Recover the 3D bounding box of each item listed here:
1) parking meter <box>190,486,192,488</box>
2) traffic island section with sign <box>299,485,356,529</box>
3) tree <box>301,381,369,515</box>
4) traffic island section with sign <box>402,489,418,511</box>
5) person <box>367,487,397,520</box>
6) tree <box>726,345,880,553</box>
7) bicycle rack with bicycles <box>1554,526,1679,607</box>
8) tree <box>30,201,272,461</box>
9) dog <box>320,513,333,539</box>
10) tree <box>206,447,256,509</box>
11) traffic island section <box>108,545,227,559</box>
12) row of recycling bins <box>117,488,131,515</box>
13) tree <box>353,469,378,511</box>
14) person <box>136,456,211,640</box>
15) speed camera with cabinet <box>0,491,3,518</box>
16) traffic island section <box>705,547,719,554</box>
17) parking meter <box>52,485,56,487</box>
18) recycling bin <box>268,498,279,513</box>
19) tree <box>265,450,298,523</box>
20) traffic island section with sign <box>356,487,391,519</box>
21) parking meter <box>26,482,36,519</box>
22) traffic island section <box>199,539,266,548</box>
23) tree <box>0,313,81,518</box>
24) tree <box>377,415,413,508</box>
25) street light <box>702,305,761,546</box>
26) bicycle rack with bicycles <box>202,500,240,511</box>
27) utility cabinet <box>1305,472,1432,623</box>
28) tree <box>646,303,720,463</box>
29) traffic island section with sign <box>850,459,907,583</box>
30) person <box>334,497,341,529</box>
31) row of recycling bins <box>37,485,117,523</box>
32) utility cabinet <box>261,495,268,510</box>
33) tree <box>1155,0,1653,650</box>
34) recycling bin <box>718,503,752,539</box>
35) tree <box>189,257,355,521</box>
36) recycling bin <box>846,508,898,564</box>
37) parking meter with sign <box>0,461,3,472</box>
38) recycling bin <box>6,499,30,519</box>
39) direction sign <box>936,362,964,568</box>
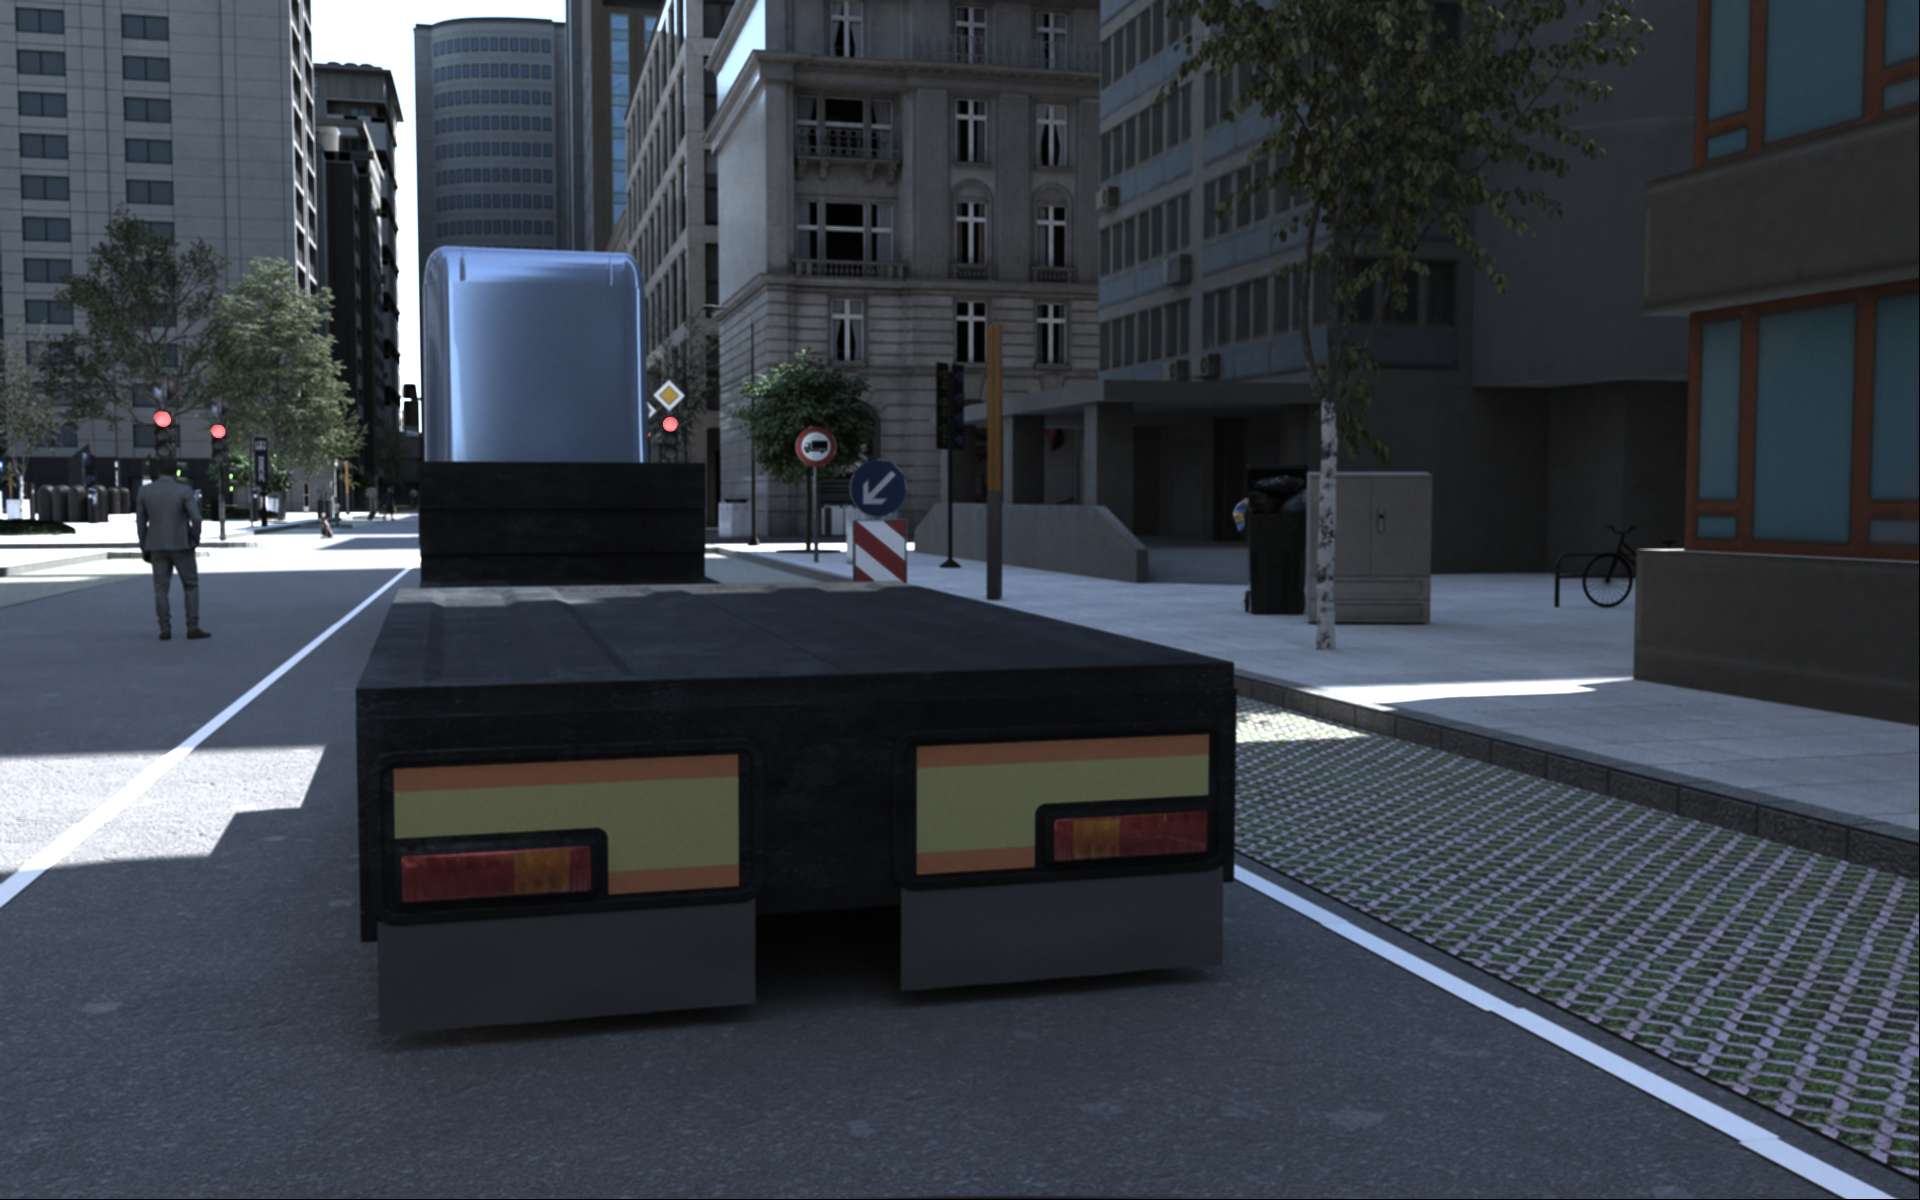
[{"bbox_3d":[-50.138,-6.540,112.642,0.399,1.863,0.255,-2,4,-27],"label":"parking meter"},{"bbox_3d":[-26.510,-3.902,72.433,1.989,1.847,2.006,-1,4,-15],"label":"traffic island section with sign"},{"bbox_3d":[-39.226,-9.652,108.178,4.737,8.622,4.395,0,3,0],"label":"tree"},{"bbox_3d":[-46.036,-8.409,146.121,1.989,1.847,2.006,-1,4,-15],"label":"traffic island section with sign"},{"bbox_3d":[-31.446,-5.237,94.342,1.509,1.804,0.699,0,4,0],"label":"person"},{"bbox_3d":[-3.441,-3.336,38.263,4.285,4.588,4.351,0,3,0],"label":"tree"},{"bbox_3d":[8.096,-0.346,19.041,2.925,0.926,2.852,-1,4,-18],"label":"bicycle rack with bicycles"},{"bbox_3d":[-26.222,-7.446,56.163,7.601,10.594,8.767,-2,4,-30],"label":"tree"},{"bbox_3d":[-20.392,-2.397,56.026,0.513,0.831,0.800,3,5,42],"label":"dog"},{"bbox_3d":[-45.992,-7.711,109.791,4.285,4.588,4.351,0,3,0],"label":"tree"},{"bbox_3d":[-18.167,-1.067,39.724,2.009,0.180,2.903,-1,4,-15],"label":"traffic island section"},{"bbox_3d":[-52.972,-6.138,107.469,1.069,1.692,3.534,1,4,19],"label":"row of recycling bins"},{"bbox_3d":[-45.006,-8.387,131.730,1.663,3.219,1.824,0,3,0],"label":"tree"},{"bbox_3d":[-7.781,-0.520,17.095,0.635,1.810,0.391,-1,4,-16],"label":"person"},{"bbox_3d":[-48.484,-5.639,86.526,0.660,3.252,2.038,-3,5,-44],"label":"speed camera with cabinet"},{"bbox_3d":[-7.105,-1.245,42.640,2.009,0.180,2.903,-1,4,-15],"label":"traffic island section"},{"bbox_3d":[-57.516,-6.378,109.997,0.255,1.863,0.399,-2,4,-31],"label":"parking meter"},{"bbox_3d":[-42.030,-5.736,106.340,0.722,1.027,0.722,-3,5,-41],"label":"recycling bin"},{"bbox_3d":[-30.516,-5.042,77.030,1.663,3.219,1.824,0,3,0],"label":"tree"},{"bbox_3d":[-33.419,-5.496,98.492,1.989,1.847,2.006,-1,4,-15],"label":"traffic island section with sign"},{"bbox_3d":[-45.755,-4.867,85.290,0.255,1.863,0.399,0,4,-2],"label":"parking meter"},{"bbox_3d":[-20.213,-1.539,47.443,2.009,0.180,2.903,-1,4,-15],"label":"traffic island section"},{"bbox_3d":[-38.507,-7.393,71.241,4.360,8.622,3.978,0,3,0],"label":"tree"},{"bbox_3d":[-52.024,-12.733,158.551,4.737,8.622,4.395,0,3,0],"label":"tree"},{"bbox_3d":[-5.651,-4.297,42.804,1.470,5.913,1.316,-1,4,-15],"label":"street light"},{"bbox_3d":[-44.253,-5.461,102.667,2.852,0.926,2.925,3,4,38],"label":"bicycle rack with bicycles"},{"bbox_3d":[4.030,-0.515,17.106,1.173,1.500,0.318,0,4,3],"label":"utility cabinet"},{"bbox_3d":[-10.736,-7.069,65.940,4.360,8.622,3.978,0,3,0],"label":"tree"},{"bbox_3d":[-1.219,-0.720,20.397,1.989,1.847,2.006,-1,4,-15],"label":"traffic island section with sign"},{"bbox_3d":[-25.335,-3.530,70.456,0.306,1.304,0.590,0,4,7],"label":"person"},{"bbox_3d":[-39.926,-4.330,77.910,3.534,1.692,1.069,1,4,14],"label":"row of recycling bins"},{"bbox_3d":[-41.512,-5.637,103.322,0.306,1.237,1.020,-1,4,-16],"label":"utility cabinet"},{"bbox_3d":[3.257,-3.895,14.045,4.737,8.622,4.395,0,3,0],"label":"tree"},{"bbox_3d":[-6.542,-2.313,50.366,0.722,1.027,0.722,-3,5,-40],"label":"recycling bin"},{"bbox_3d":[-33.161,-10.124,83.658,7.486,12.596,7.792,0,3,0],"label":"tree"},{"bbox_3d":[-1.615,-1.175,31.772,0.722,1.027,0.722,-2,4,-33],"label":"recycling bin"},{"bbox_3d":[-51.594,-5.884,92.457,0.543,3.016,1.738,-3,5,-44],"label":"parking meter with sign"},{"bbox_3d":[-44.214,-4.205,81.310,0.722,1.027,0.722,1,4,9],"label":"recycling bin"},{"bbox_3d":[-0.171,-2.338,30.228,0.379,3.537,0.876,2,4,31],"label":"direction sign"}]
